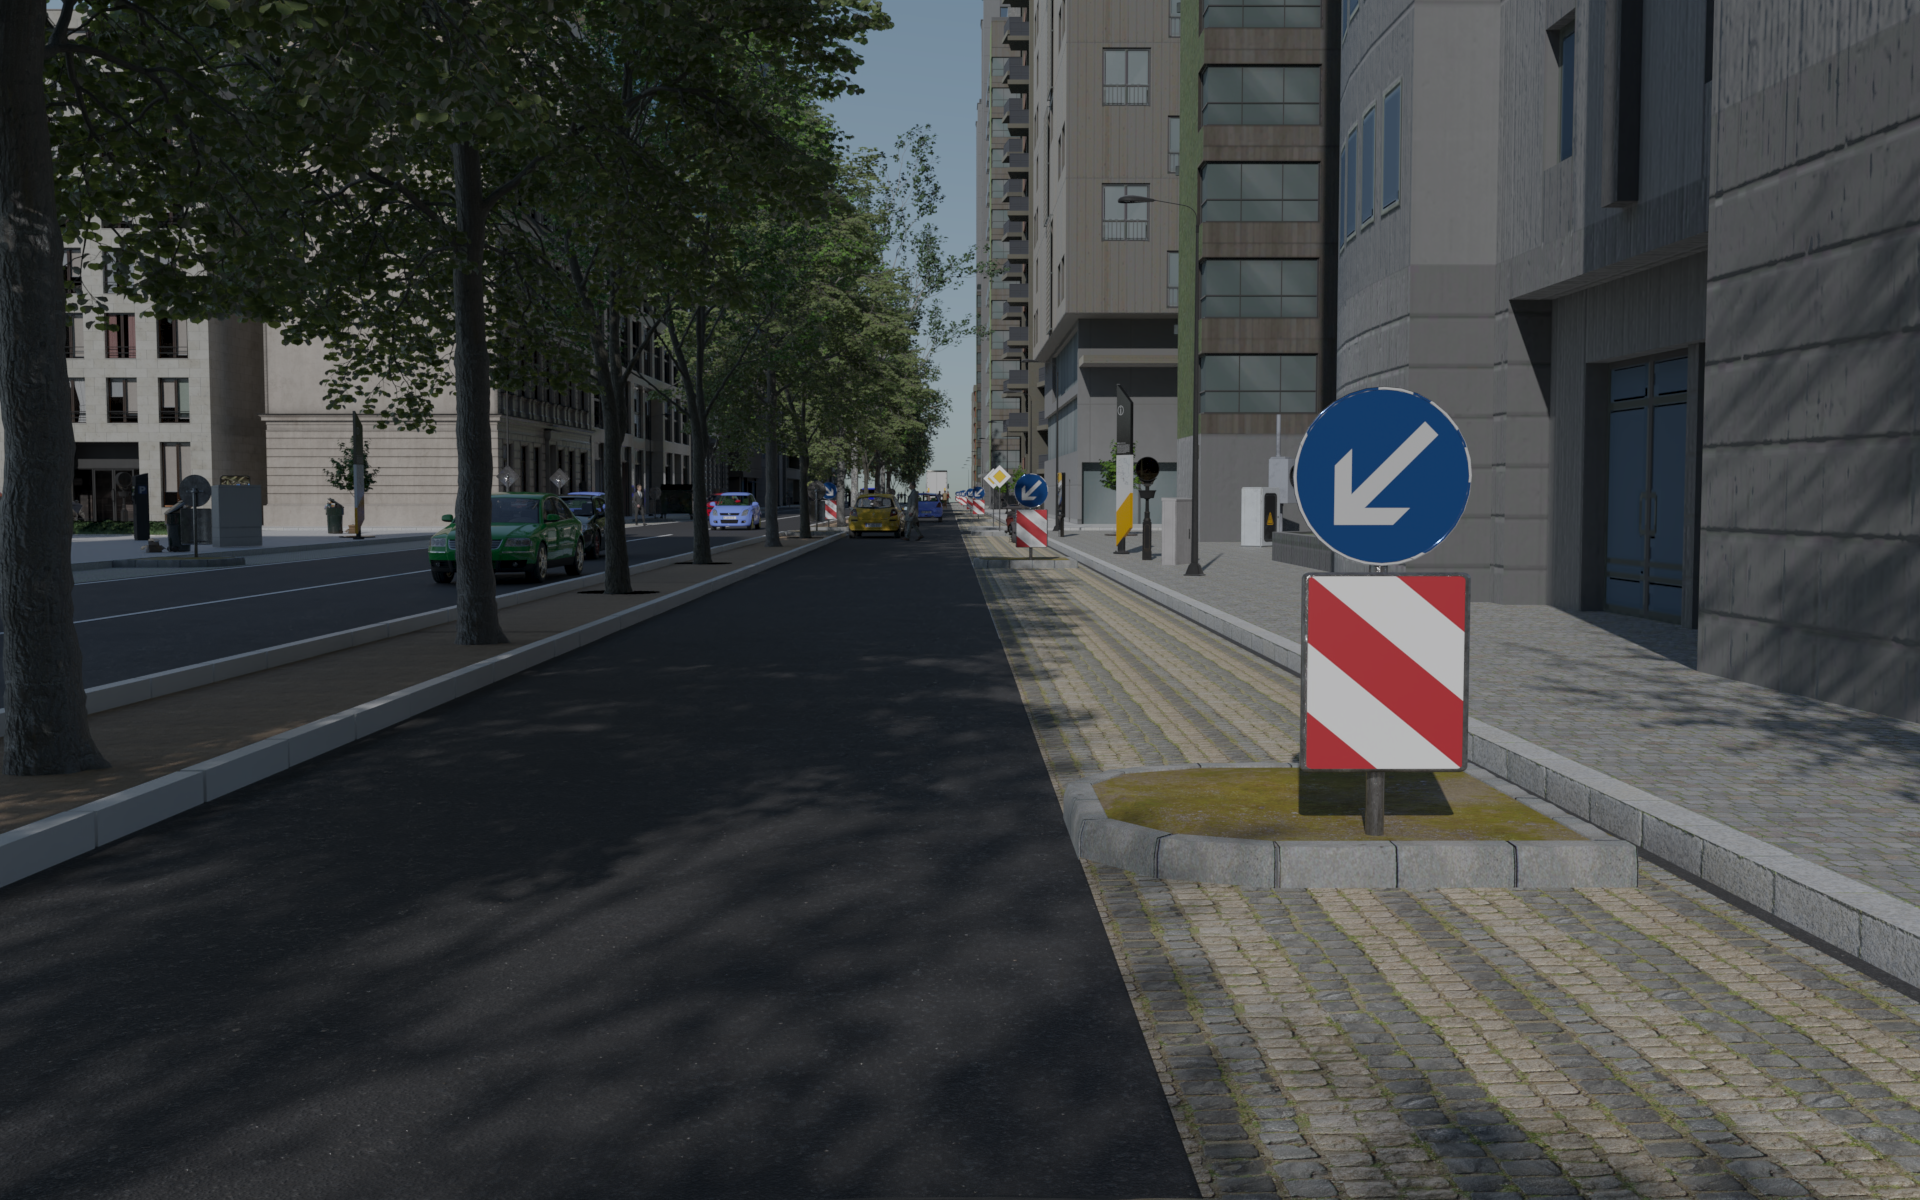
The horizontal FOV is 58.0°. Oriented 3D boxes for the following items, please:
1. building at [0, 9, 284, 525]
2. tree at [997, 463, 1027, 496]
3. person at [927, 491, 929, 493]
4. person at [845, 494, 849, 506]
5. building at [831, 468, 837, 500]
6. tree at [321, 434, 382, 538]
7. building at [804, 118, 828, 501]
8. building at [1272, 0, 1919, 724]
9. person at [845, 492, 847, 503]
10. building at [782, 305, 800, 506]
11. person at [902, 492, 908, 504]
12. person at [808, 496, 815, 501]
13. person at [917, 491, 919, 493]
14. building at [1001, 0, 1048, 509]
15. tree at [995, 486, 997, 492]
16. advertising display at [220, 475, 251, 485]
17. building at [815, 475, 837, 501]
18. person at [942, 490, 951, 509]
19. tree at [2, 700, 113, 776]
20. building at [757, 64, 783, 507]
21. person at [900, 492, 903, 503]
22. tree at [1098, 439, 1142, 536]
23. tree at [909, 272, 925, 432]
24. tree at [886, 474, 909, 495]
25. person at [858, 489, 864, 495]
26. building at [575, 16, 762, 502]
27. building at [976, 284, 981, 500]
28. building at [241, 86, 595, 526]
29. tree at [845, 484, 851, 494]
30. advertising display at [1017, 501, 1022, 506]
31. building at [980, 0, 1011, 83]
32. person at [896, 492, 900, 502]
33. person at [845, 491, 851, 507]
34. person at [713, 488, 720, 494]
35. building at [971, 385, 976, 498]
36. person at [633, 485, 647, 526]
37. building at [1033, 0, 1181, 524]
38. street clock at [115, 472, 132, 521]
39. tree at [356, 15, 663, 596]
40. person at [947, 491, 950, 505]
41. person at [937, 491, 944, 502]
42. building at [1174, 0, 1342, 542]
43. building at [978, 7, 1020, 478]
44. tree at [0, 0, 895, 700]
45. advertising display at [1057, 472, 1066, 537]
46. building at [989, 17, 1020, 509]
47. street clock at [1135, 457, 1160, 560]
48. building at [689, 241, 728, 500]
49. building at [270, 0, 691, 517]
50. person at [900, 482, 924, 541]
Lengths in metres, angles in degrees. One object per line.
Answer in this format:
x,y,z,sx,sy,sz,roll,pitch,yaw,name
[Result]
-37.468,-13.279,71.859,16.860,20.320,10.420,0,4,0,building
3.536,-6.799,105.763,1.663,3.219,1.824,0,3,0,tree
-3.105,-9.875,170.500,0.434,1.755,0.990,1,4,21,person
-12.999,-11.906,203.982,1.217,1.723,0.721,-1,4,-20,person
-27.418,-37.127,290.624,14.154,41.232,14.086,0,4,0,building
-17.699,-3.451,51.030,1.663,3.219,1.824,0,3,0,tree
-32.509,-39.747,239.100,28.713,52.752,27.495,0,4,0,building
15.749,-29.285,20.809,21.231,58.520,28.212,0,4,0,building
-17.312,-15.566,263.666,0.551,1.740,0.621,1,4,19,person
-29.470,-34.977,195.568,21.300,48.544,21.600,0,4,0,building
-7.802,-14.540,246.215,0.705,1.826,1.348,3,4,37,person
-12.331,-8.307,145.028,1.217,1.736,0.721,-1,4,-10,person
-4.084,-9.447,163.673,0.721,1.735,1.217,1,4,13,person
14.326,-28.954,128.017,22.147,44.769,28.867,0,4,0,building
3.572,-9.185,144.777,1.663,3.219,1.824,0,3,0,tree
-24.827,-3.312,59.365,0.974,1.923,0.123,-2,4,-32,advertising display
-30.195,-37.530,268.242,22.147,44.769,28.867,0,4,0,building
-1.492,-9.903,170.502,1.348,1.812,0.705,-1,4,-17,person
-4.601,-5.356,8.154,7.486,12.596,7.792,0,3,0,tree
-29.403,-38.406,169.933,21.231,58.520,28.212,0,4,0,building
-9.853,-17.300,291.448,1.348,1.812,0.705,-1,4,-20,person
5.105,-3.599,53.438,1.663,3.219,1.824,0,3,0,tree
-4.962,-7.673,46.034,7.486,12.596,7.792,0,3,0,tree
-5.427,-11.523,141.213,4.360,8.622,3.978,0,3,0,tree
-6.968,-6.889,121.257,0.709,1.813,0.853,1,4,9,person
-24.896,-30.526,149.202,14.600,45.320,14.200,0,4,0,building
9.193,-28.533,238.216,14.160,30.474,14.107,0,4,0,building
-22.994,-13.005,77.254,10.561,19.102,19.286,0,4,0,building
-19.541,-18.664,299.760,1.663,3.219,1.824,0,3,0,tree
2.724,-4.531,79.293,0.123,1.923,0.974,0,4,-3,advertising display
12.995,-40.494,204.074,21.231,58.520,28.212,0,4,0,building
-9.405,-15.667,265.587,0.756,1.711,0.436,-2,4,-30,person
-12.443,-11.456,195.822,1.348,1.821,0.705,3,5,44,person
-15.915,-6.413,113.319,0.580,1.828,0.573,1,4,14,person
15.877,-27.119,288.429,27.650,21.520,28.899,0,4,0,building
-14.492,-4.297,78.534,0.659,1.850,0.755,-3,5,-40,person
17.133,-30.188,82.814,27.495,52.752,28.713,0,4,0,building
-27.886,-3.254,57.776,0.358,2.002,0.471,3,4,38,street clock
-5.003,-5.892,24.542,9.928,11.665,9.643,0,3,0,tree
-1.643,-13.712,232.627,0.705,1.831,1.348,-1,4,-21,person
-1.775,-8.463,147.803,0.756,1.711,0.436,0,4,-3,person
13.384,-17.160,52.267,14.160,30.474,14.107,0,4,0,building
13.900,-33.974,175.090,23.786,49.044,30.456,0,4,0,building
-4.487,-5.819,15.727,7.486,12.596,7.792,0,3,0,tree
3.036,-2.852,51.850,0.123,1.923,0.974,0,4,-4,advertising display
9.587,-28.693,152.727,14.154,41.232,14.086,0,4,0,building
3.631,-1.775,33.591,0.471,2.002,0.358,0,4,6,street clock
-23.712,-18.566,132.435,11.050,23.489,19.941,0,4,0,building
-28.369,-18.314,103.957,19.350,26.468,34.151,0,4,0,building
-1.484,-2.734,53.300,0.767,1.812,0.694,0,4,-3,person
